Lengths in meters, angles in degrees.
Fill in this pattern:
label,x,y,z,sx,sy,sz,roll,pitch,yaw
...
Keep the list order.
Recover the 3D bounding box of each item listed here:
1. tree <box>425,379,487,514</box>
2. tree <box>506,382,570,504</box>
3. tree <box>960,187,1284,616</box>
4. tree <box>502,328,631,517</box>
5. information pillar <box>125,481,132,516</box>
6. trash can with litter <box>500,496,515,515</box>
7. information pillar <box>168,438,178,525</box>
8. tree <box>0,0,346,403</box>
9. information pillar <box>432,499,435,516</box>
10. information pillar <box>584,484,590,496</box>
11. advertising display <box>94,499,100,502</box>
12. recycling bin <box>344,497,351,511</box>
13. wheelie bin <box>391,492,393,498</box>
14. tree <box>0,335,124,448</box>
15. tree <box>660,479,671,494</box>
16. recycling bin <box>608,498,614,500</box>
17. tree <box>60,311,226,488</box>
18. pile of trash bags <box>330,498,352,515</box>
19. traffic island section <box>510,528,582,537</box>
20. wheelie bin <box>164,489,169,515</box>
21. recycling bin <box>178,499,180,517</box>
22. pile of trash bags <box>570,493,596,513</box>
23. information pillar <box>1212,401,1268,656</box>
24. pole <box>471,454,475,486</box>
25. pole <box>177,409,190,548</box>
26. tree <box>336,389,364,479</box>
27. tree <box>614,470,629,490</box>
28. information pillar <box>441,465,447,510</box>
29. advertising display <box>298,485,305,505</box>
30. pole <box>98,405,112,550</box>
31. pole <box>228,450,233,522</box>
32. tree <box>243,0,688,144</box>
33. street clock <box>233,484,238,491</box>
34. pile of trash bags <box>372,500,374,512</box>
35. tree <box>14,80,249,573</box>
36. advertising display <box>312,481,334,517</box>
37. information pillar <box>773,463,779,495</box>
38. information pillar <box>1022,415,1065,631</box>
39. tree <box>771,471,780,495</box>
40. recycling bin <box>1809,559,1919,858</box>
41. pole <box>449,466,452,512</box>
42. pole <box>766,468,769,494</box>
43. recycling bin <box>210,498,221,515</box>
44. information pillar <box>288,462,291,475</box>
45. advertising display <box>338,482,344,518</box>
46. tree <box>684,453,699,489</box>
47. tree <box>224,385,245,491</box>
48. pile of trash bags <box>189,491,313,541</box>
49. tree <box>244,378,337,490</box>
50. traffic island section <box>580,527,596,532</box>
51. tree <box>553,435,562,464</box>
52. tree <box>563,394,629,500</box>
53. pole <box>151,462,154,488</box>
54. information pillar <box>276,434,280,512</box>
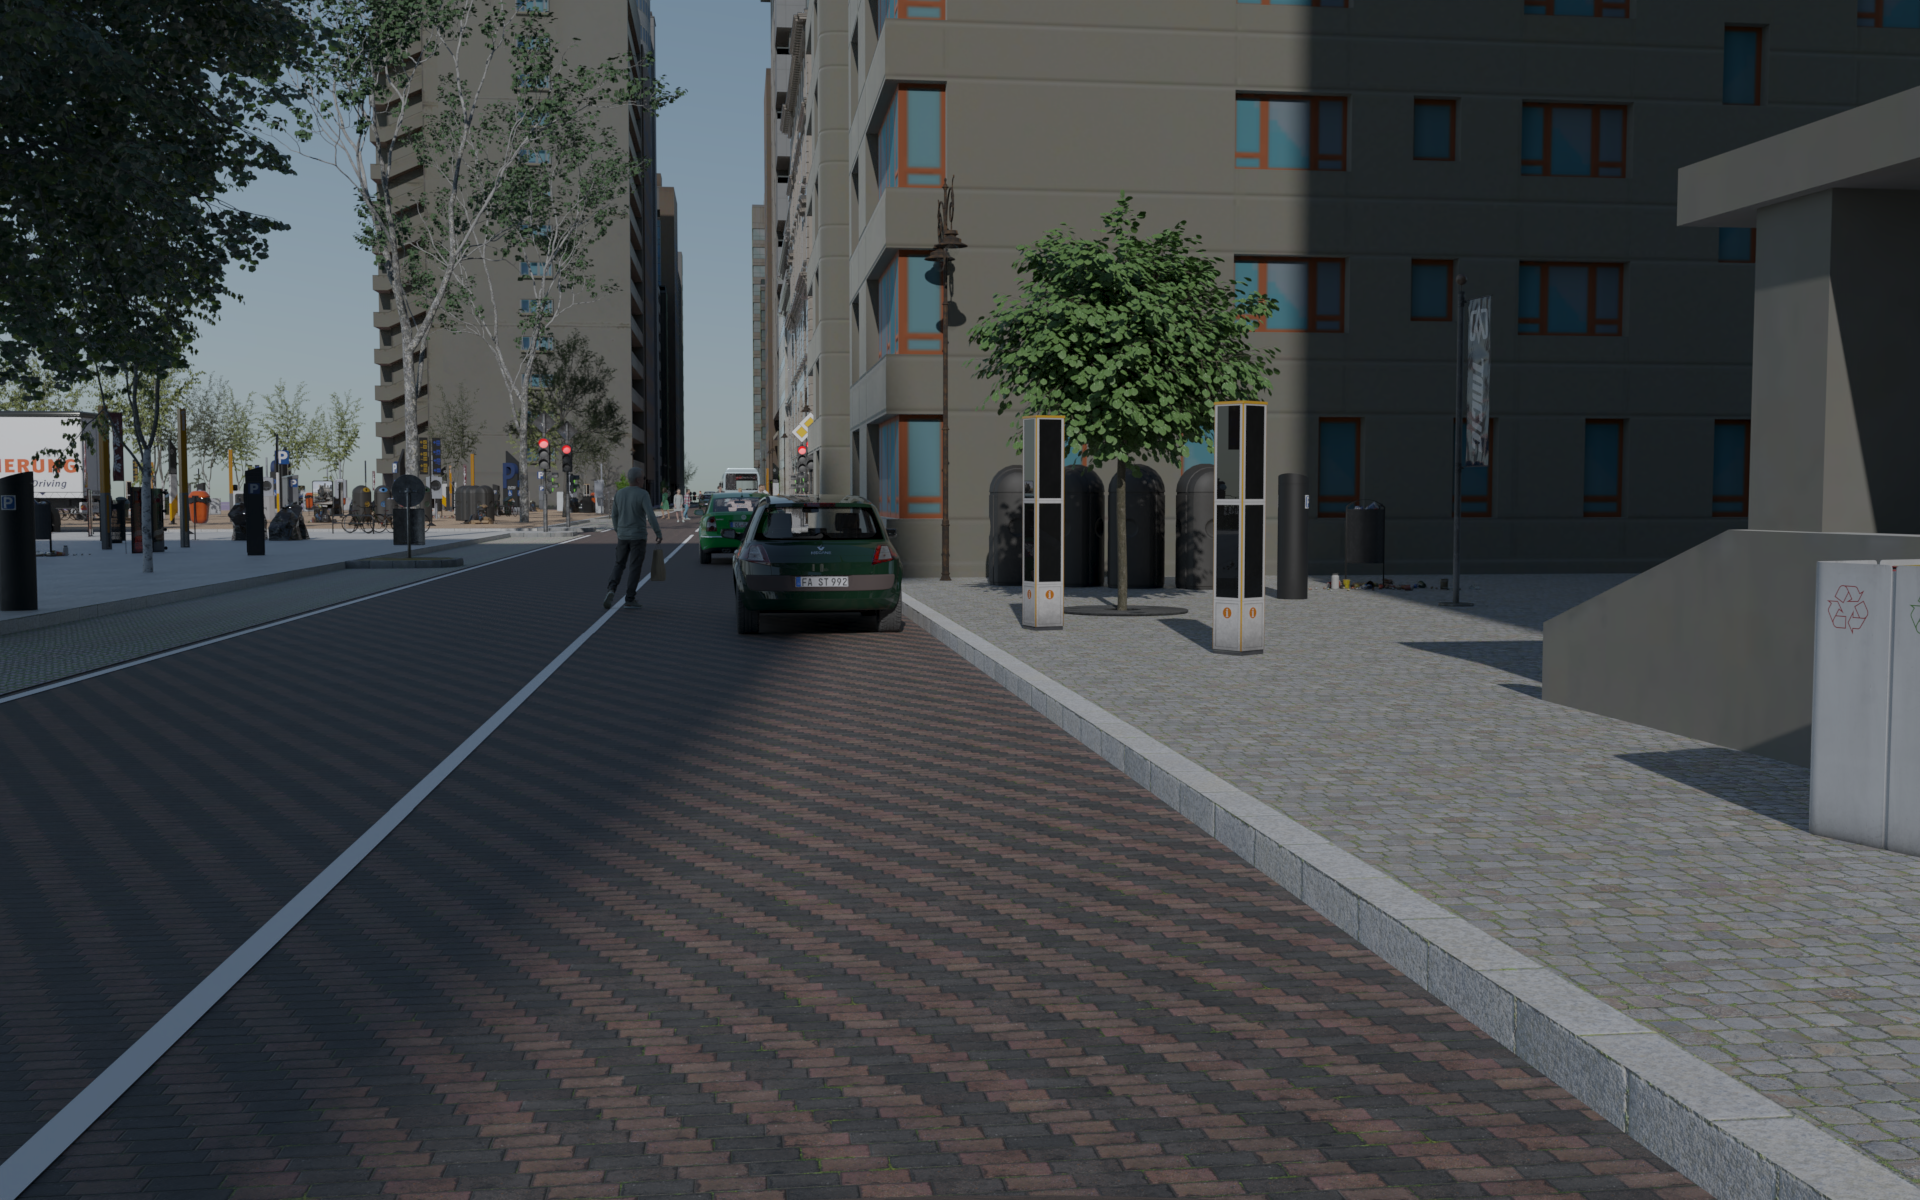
label,x,y,z,sx,sy,sz,roll,pitch,yaw
tree,-32.451,-9.837,111.190,4.360,8.622,3.978,0,3,0
tree,-26.940,-9.880,111.902,4.737,8.622,4.395,0,3,0
tree,1.734,-2.145,18.791,4.285,4.588,4.351,0,3,0
tree,-21.717,-9.894,96.174,7.601,10.594,8.767,-3,5,-42
information pillar,-47.749,-5.813,99.538,0.304,2.012,0.304,-2,4,-34
trash can with litter,-27.397,-5.684,104.313,0.624,1.170,1.055,3,4,37
information pillar,-33.081,-4.981,72.792,0.183,3.616,0.504,1,4,9
tree,-10.522,-6.684,15.938,9.857,13.997,8.962,0,3,0
information pillar,-30.616,-5.869,100.448,0.304,2.012,0.304,-2,4,-25
information pillar,-27.636,-7.571,128.277,0.304,2.012,0.304,3,5,40
advertising display,-63.110,-7.426,126.629,0.123,1.923,0.974,0,4,2
recycling bin,-48.033,-7.512,135.371,0.722,1.027,0.722,-3,4,-38
wheelie bin,-45.346,-7.911,137.249,0.980,1.594,0.693,3,5,43
tree,-40.190,-7.689,76.077,4.737,8.622,4.395,0,3,0
tree,-36.687,-13.467,214.792,1.663,3.219,1.824,0,3,0
recycling bin,-26.060,-7.198,130.247,0.722,1.027,0.722,-1,4,-13
tree,-31.439,-7.127,66.890,4.737,8.622,4.395,0,3,0
pile of trash bags,-36.781,-5.633,101.848,3.447,1.369,1.912,0,4,-5
traffic island section,-14.026,-2.218,58.546,2.009,0.180,2.903,0,4,-7
wheelie bin,-48.974,-6.029,106.475,0.693,1.594,0.980,2,4,35
recycling bin,-44.107,-5.278,98.853,0.722,1.027,0.722,1,4,14
pile of trash bags,-25.691,-6.647,118.426,1.912,1.369,3.447,1,4,14
information pillar,2.236,-0.572,13.849,0.304,2.012,0.304,-3,5,-41
pole,-24.769,-5.764,88.080,0.158,3.312,0.155,0,3,0
pole,-18.596,-2.913,41.469,0.158,3.312,0.155,0,3,0
tree,-43.527,-10.442,121.082,4.737,8.622,4.395,0,3,0
tree,-27.297,-8.910,140.286,1.663,3.219,1.824,0,3,0
information pillar,-41.280,-9.005,138.591,0.504,3.616,0.183,-1,4,-20
advertising display,-48.945,-7.517,128.120,0.974,1.923,0.123,-2,4,-25
pole,-19.718,-2.819,39.933,0.158,3.312,0.155,0,3,0
pole,-33.392,-5.228,79.326,0.158,3.312,0.155,0,3,0
tree,-14.622,-11.810,48.978,12.611,20.169,13.585,0,3,0
street clock,-54.319,-7.662,129.845,0.471,2.002,0.358,0,4,-4
pile of trash bags,-44.215,-7.217,127.744,3.447,1.369,1.912,0,4,6
tree,-13.485,-4.767,28.302,4.360,8.622,3.978,0,3,0
advertising display,-30.298,-4.720,82.384,0.974,1.923,0.123,0,4,-2
information pillar,-13.713,-8.418,128.993,0.504,3.616,0.183,2,4,26
information pillar,0.787,-0.726,16.357,0.304,2.012,0.304,-1,4,-23
tree,-15.107,-9.176,144.632,1.663,3.219,1.824,0,3,0
recycling bin,3.664,0.380,6.347,0.722,1.027,0.722,-1,4,-23
pole,-36.770,-8.024,125.036,0.158,3.312,0.155,0,3,0
pole,-15.284,-8.783,137.444,0.158,3.312,0.155,0,3,0
recycling bin,-46.424,-5.817,107.669,0.722,1.027,0.722,-3,5,-40
information pillar,-48.938,-8.246,126.180,0.183,3.616,0.504,3,5,41
advertising display,-33.343,-5.388,93.313,0.123,1.923,0.974,-1,4,-11
tree,-47.368,-21.234,297.532,4.360,8.622,3.978,0,3,0
tree,-48.754,-10.177,116.748,4.737,8.622,4.395,0,3,0
pile of trash bags,-19.954,-2.367,48.451,3.447,1.369,1.912,0,4,6
tree,-42.649,-9.794,110.493,4.737,8.622,4.395,0,3,0
traffic island section,-15.051,-2.702,66.465,2.009,0.180,2.903,0,4,-7
tree,-29.407,-11.255,134.375,4.360,8.622,3.978,0,3,0
tree,-25.442,-10.535,122.615,4.360,8.622,3.978,0,3,0
pole,-51.412,-7.122,110.287,0.158,3.312,0.155,0,3,0
information pillar,-26.446,-4.636,67.153,0.183,3.616,0.504,-1,4,-18
